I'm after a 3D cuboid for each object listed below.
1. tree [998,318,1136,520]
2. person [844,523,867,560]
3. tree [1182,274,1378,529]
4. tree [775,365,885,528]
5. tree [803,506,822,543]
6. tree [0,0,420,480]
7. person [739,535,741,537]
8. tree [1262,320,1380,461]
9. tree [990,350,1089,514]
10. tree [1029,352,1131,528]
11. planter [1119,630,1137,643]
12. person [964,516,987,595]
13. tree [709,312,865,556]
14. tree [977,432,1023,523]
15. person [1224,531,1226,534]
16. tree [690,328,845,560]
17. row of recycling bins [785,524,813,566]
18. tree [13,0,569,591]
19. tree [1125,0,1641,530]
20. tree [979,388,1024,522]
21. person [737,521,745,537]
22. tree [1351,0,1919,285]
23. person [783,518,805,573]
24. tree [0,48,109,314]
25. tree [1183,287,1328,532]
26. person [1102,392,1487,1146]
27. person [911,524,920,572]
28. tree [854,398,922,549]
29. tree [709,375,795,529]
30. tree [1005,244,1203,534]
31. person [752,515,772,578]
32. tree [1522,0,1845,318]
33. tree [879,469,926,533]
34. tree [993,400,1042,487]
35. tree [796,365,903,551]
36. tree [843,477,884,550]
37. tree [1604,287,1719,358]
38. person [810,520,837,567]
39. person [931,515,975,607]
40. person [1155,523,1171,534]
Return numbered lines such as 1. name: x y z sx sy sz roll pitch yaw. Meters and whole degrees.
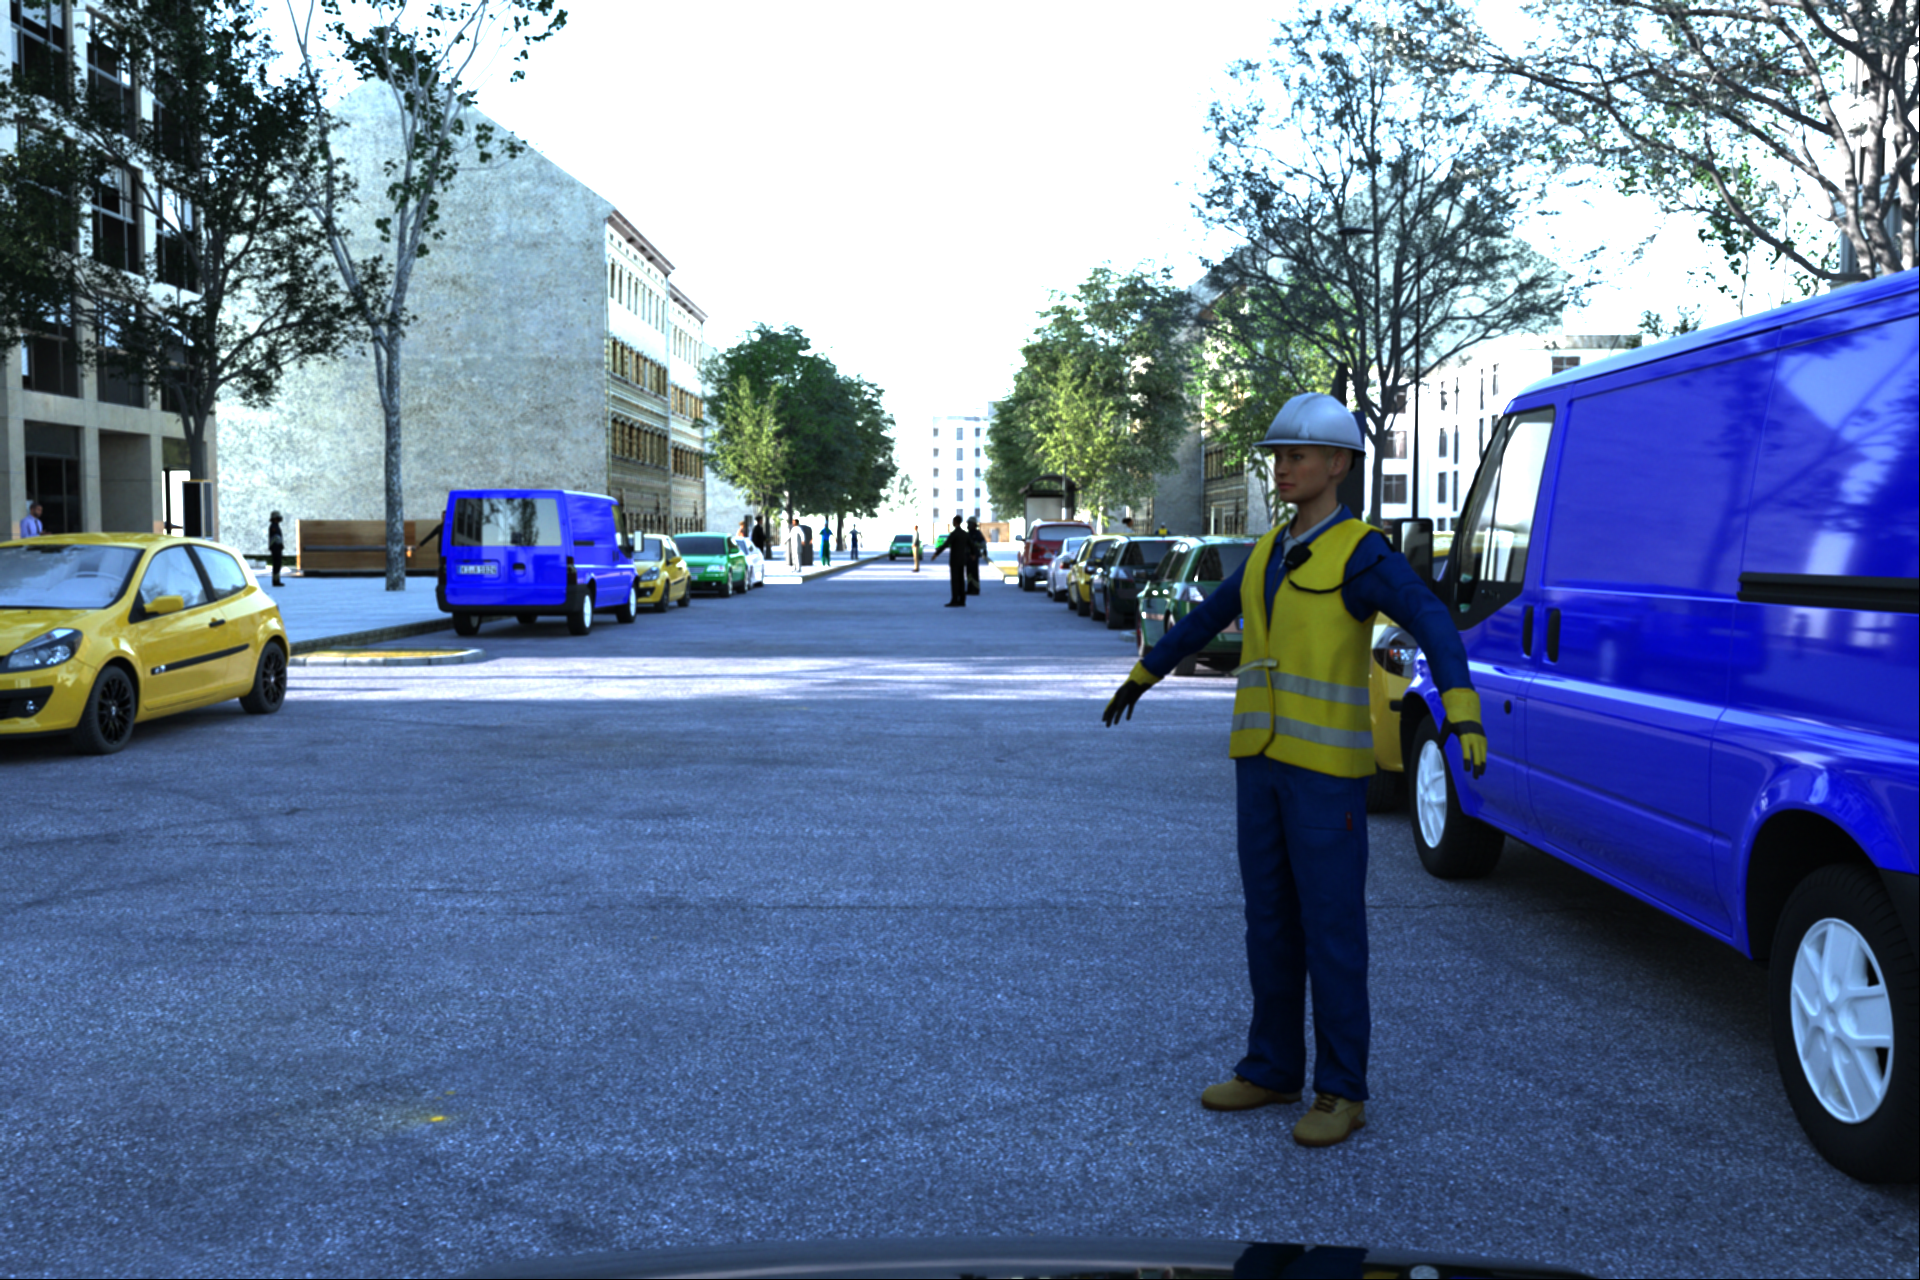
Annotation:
1. tree: 5.576 -10.615 91.681 7.486 12.596 7.792 0 3 0
2. person: -5.218 -4.897 85.927 1.347 1.847 0.705 2 4 29
3. tree: 12.539 -8.686 67.777 9.928 11.665 9.643 0 3 0
4. tree: -8.827 -12.068 115.440 7.486 12.596 7.792 0 3 0
5. tree: -19.753 -17.911 243.205 4.360 8.622 3.978 0 3 0
6. tree: -12.892 -5.754 28.491 8.767 10.594 7.601 1 4 13
7. person: -9.213 -3.862 72.405 0.991 1.433 0.599 1 4 12
8. tree: 12.193 -6.567 57.739 4.737 8.622 4.395 0 3 0
9. tree: 5.485 -11.383 104.234 7.486 12.596 7.792 0 3 0
10. tree: 4.748 -7.289 69.542 4.737 8.622 4.395 0 3 0
11. planter: 3.188 -0.143 23.478 1.991 0.319 1.994 0 4 -1
12. person: 0.270 -1.987 40.727 0.705 1.856 1.354 -3 4 -36
13. tree: -9.694 -11.766 99.036 9.857 13.997 8.962 0 3 0
14. tree: 6.413 -15.180 154.848 9.857 13.997 8.962 0 3 0
15. person: 13.454 -5.133 89.694 0.705 1.858 1.354 2 4 27
16. tree: -9.618 -9.852 86.832 9.928 11.665 9.643 0 3 0
17. row of recycling bins: -6.503 -3.874 70.446 1.069 1.692 3.534 0 4 0
18. tree: -14.143 -11.223 39.394 12.611 20.169 13.585 0 3 0
19. tree: 8.800 -7.705 36.347 12.009 13.543 11.850 0 3 0
20. tree: 6.176 -14.480 143.395 9.857 13.997 8.962 0 3 0
21. person: -7.530 -3.302 60.786 0.721 1.733 1.217 1 4 20
22. tree: 9.044 -6.488 16.455 12.009 13.543 11.850 0 3 0
23. person: -5.466 -3.147 57.647 0.705 1.806 1.347 -3 4 -36
24. tree: -12.227 -5.046 16.912 8.767 10.594 7.601 3 5 44
25. tree: 8.773 -6.080 49.770 4.737 8.622 4.395 0 3 0
26. person: 0.778 0.290 4.184 0.721 1.772 1.216 -2 4 -35
27. person: -1.674 -3.459 65.285 0.705 1.796 1.348 0 4 -1
28. tree: -8.892 -14.867 153.437 12.009 13.543 11.850 0 3 0
29. tree: -9.348 -7.888 79.323 4.737 8.622 4.395 0 3 0
30. tree: 6.367 -10.459 77.664 9.857 13.997 8.962 0 3 0
31. person: -5.872 -2.750 50.902 0.705 1.837 1.347 -2 4 -27
32. tree: 23.934 -12.075 53.316 12.611 20.169 13.585 0 3 0
33. tree: -8.120 -19.210 248.500 7.601 10.594 8.767 0 4 1
34. tree: 5.968 -11.637 116.013 9.928 11.665 9.643 0 3 0
35. tree: -8.882 -13.594 128.909 9.857 13.997 8.962 0 3 0
36. tree: -9.607 -12.626 140.850 7.601 10.594 8.767 2 4 26
37. tree: 27.349 -7.968 64.691 8.767 10.594 7.601 1 4 13
38. person: -5.244 -3.736 67.214 0.704 1.817 1.347 3 5 43
39. person: -0.072 -1.562 34.225 0.704 1.802 1.346 3 4 38
40. person: 9.686 -4.692 82.686 1.349 1.833 0.705 1 4 9
